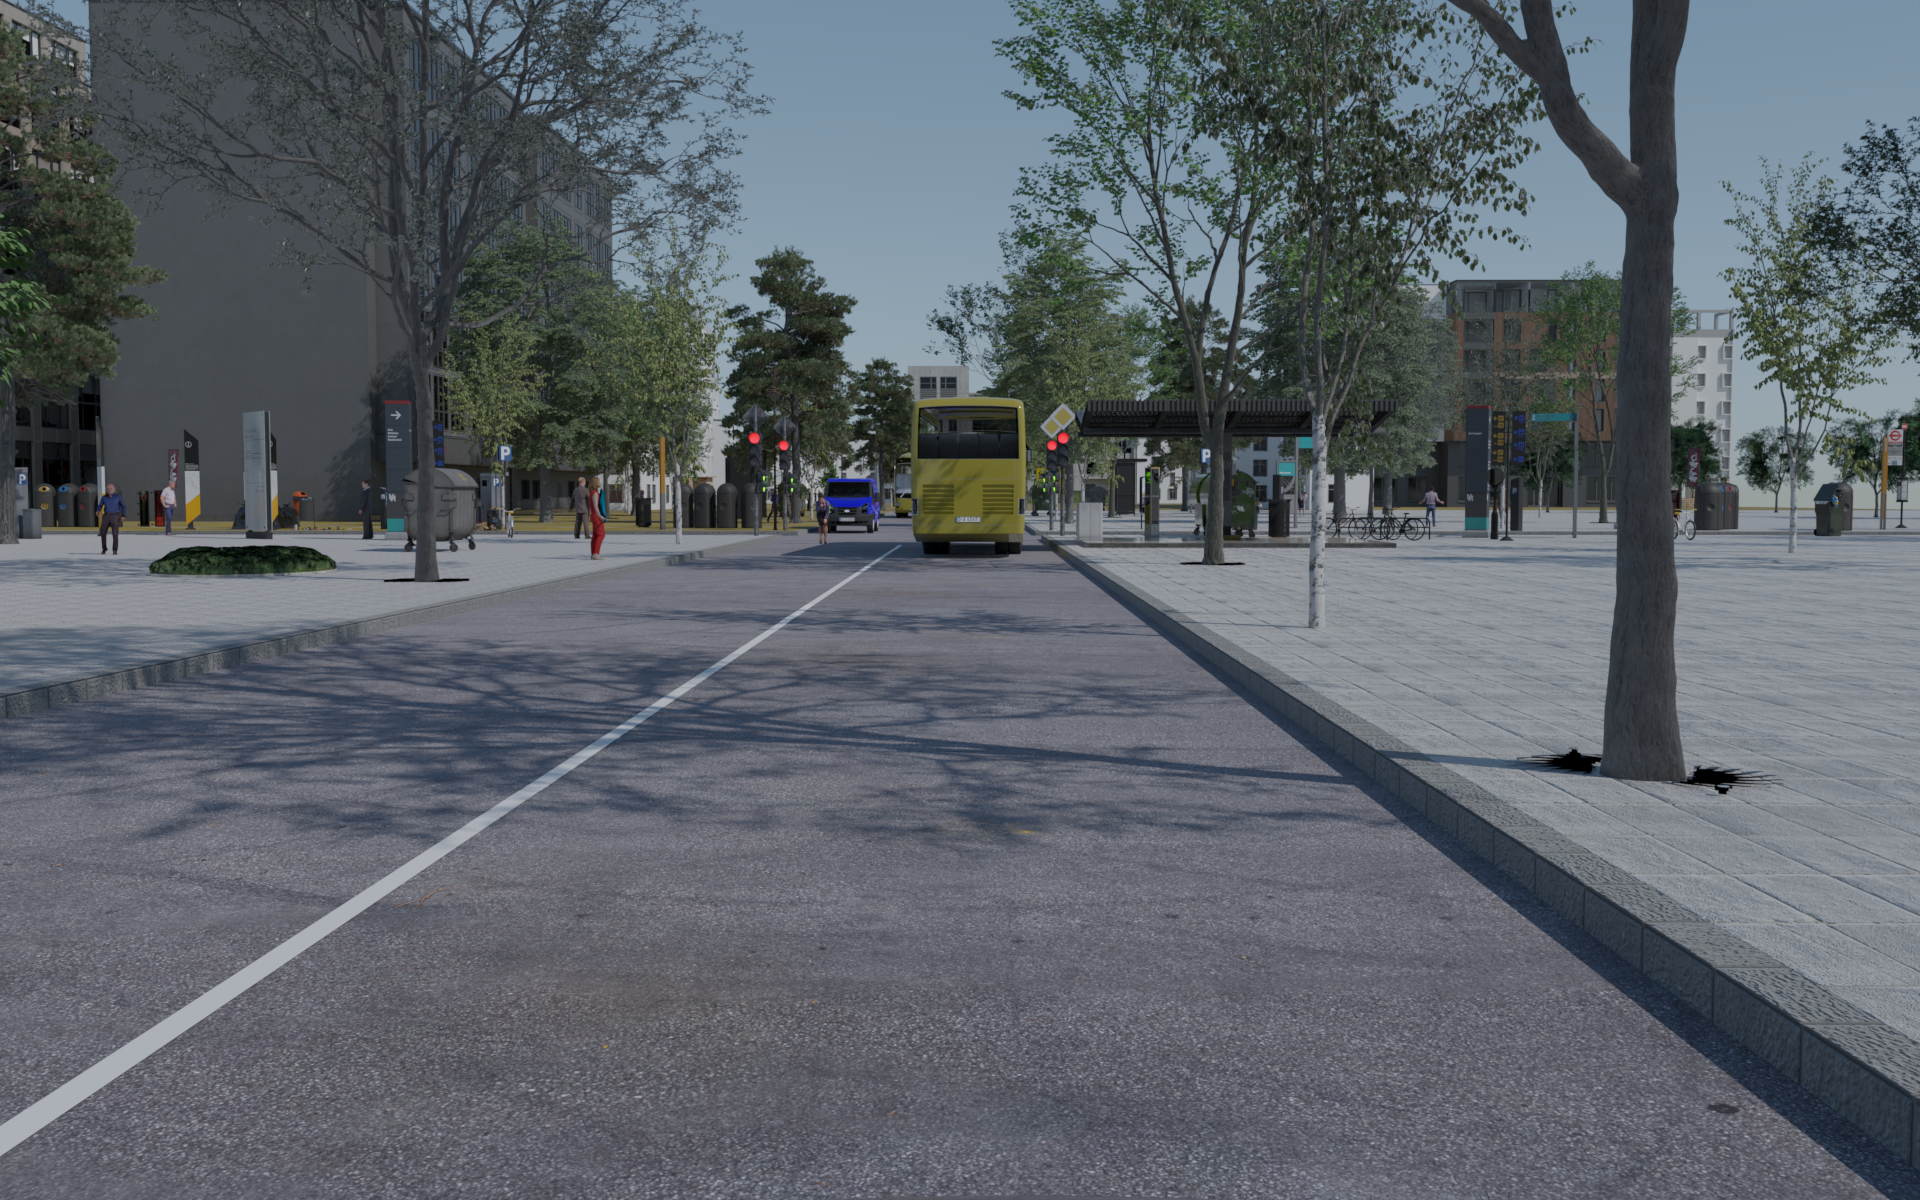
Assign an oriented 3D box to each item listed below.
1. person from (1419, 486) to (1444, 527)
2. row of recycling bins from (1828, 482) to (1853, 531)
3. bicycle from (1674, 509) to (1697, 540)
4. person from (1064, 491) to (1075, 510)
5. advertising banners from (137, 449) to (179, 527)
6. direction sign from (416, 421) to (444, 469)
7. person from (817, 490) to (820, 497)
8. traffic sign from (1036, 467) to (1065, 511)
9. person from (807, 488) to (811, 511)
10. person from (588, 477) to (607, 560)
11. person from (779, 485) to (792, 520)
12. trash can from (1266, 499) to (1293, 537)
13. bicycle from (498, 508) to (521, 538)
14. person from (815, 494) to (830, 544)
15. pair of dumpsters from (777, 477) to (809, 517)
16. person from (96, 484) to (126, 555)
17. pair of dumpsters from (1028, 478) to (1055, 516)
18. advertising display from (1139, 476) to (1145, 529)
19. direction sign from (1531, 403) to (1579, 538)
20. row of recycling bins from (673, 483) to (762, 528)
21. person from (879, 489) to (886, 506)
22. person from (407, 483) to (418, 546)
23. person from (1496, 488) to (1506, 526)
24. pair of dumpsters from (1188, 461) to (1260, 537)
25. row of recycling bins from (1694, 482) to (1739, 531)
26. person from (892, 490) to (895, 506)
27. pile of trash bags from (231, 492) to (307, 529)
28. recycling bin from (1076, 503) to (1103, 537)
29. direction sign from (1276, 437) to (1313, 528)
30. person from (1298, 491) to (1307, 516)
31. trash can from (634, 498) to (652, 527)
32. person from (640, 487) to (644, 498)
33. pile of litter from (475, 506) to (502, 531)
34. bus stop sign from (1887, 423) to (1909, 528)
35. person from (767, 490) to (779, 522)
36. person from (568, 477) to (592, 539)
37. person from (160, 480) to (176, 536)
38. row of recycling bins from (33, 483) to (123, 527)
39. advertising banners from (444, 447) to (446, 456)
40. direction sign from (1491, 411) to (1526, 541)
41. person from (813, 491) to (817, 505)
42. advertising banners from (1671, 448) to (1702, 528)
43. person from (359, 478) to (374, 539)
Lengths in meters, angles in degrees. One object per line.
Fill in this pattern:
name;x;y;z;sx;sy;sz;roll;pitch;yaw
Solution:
person;18.307;-3.625;67.274;0.963;1.587;0.435;1;4;13
row of recycling bins;31.225;-3.349;61.872;1.069;1.692;3.534;1;4;22
bicycle;20.199;-2.157;48.489;0.635;0.972;1.543;0;4;-6
person;8.807;-8.290;141.673;1.348;1.812;0.705;-1;4;-14
advertising banners;-31.287;-4.368;67.610;2.074;3.025;0.090;1;4;19
direction sign;-16.355;-3.762;53.508;0.876;3.537;0.379;0;4;6
person;-16.057;-11.733;198.590;0.721;1.736;1.217;1;4;23
traffic sign;6.923;-8.476;132.455;2.265;3.308;0.079;0;4;8
person;-11.470;-7.683;132.215;0.434;1.755;0.990;-2;4;-28
person;-7.071;-1.598;33.878;0.444;1.614;0.593;0;4;7
person;-8.703;-4.924;87.111;0.990;1.755;0.434;2;4;27
trash can;9.118;-2.314;49.486;0.748;1.137;0.748;0;3;0
bicycle;-13.189;-2.297;50.775;0.635;0.972;1.543;-1;4;-19
person;-3.941;-2.326;49.767;0.421;1.427;0.697;0;4;-1
pair of dumpsters;-9.497;-5.835;97.896;1.574;2.255;4.436;0;4;1
person;-18.004;-1.701;36.556;0.574;1.496;0.600;1;4;12
pair of dumpsters;4.862;-6.061;101.599;1.574;2.255;4.436;0;4;1
advertising display;6.937;-3.563;63.466;0.974;1.923;0.123;-3;5;-42
direction sign;17.598;-3.817;51.173;1.411;3.948;2.525;1;4;18
row of recycling bins;-9.137;-3.553;65.204;3.534;1.692;1.069;1;4;12
person;-7.791;-10.009;169.780;0.705;1.814;1.350;3;4;38
person;-13.330;-2.195;42.632;0.576;1.737;0.504;2;4;25
person;21.950;-3.785;70.203;0.482;1.546;0.388;-1;4;-20
pair of dumpsters;7.867;-3.007;51.661;1.574;2.255;4.436;0;4;1
row of recycling bins;27.081;-3.362;62.075;1.069;1.692;3.534;3;4;37
person;-6.752;-10.513;178.717;0.721;1.735;1.217;-1;4;-23
pile of trash bags;-25.477;-3.357;64.632;1.912;1.369;3.447;1;4;12
recycling bin;3.750;-2.307;50.281;0.722;1.027;0.722;0;4;0
direction sign;12.372;-4.680;65.273;2.525;3.948;1.411;-1;4;-20
person;19.696;-5.525;99.569;0.628;1.438;0.799;-3;5;-40
trash can;-12.206;-3.372;66.778;0.748;1.137;0.748;0;3;0
person;-20.121;-6.279;109.161;0.683;1.767;0.568;2;4;24
pile of litter;-16.708;-2.877;61.008;1.176;0.858;1.719;1;4;9
bus stop sign;35.296;-4.680;65.225;0.855;3.939;0.416;0;4;-3
person;-8.405;-4.264;78.458;0.574;1.496;0.600;-2;4;-26
person;-10.815;-2.634;49.660;0.990;1.755;0.434;2;4;31
person;-24.495;-2.862;53.773;0.436;1.711;0.756;1;4;14
row of recycling bins;-34.198;-3.674;67.188;3.534;1.692;1.069;0;4;6
advertising banners;-19.328;-4.081;62.919;0.090;3.025;2.074;2;4;23
direction sign;14.987;-3.388;47.385;0.876;3.537;0.379;1;4;16
person;-16.971;-12.076;204.011;0.721;1.766;1.217;2;4;35
advertising banners;27.363;-4.297;66.439;2.074;3.025;0.090;3;5;43
person;-16.977;-2.601;49.366;0.445;1.727;0.742;-2;4;-34
